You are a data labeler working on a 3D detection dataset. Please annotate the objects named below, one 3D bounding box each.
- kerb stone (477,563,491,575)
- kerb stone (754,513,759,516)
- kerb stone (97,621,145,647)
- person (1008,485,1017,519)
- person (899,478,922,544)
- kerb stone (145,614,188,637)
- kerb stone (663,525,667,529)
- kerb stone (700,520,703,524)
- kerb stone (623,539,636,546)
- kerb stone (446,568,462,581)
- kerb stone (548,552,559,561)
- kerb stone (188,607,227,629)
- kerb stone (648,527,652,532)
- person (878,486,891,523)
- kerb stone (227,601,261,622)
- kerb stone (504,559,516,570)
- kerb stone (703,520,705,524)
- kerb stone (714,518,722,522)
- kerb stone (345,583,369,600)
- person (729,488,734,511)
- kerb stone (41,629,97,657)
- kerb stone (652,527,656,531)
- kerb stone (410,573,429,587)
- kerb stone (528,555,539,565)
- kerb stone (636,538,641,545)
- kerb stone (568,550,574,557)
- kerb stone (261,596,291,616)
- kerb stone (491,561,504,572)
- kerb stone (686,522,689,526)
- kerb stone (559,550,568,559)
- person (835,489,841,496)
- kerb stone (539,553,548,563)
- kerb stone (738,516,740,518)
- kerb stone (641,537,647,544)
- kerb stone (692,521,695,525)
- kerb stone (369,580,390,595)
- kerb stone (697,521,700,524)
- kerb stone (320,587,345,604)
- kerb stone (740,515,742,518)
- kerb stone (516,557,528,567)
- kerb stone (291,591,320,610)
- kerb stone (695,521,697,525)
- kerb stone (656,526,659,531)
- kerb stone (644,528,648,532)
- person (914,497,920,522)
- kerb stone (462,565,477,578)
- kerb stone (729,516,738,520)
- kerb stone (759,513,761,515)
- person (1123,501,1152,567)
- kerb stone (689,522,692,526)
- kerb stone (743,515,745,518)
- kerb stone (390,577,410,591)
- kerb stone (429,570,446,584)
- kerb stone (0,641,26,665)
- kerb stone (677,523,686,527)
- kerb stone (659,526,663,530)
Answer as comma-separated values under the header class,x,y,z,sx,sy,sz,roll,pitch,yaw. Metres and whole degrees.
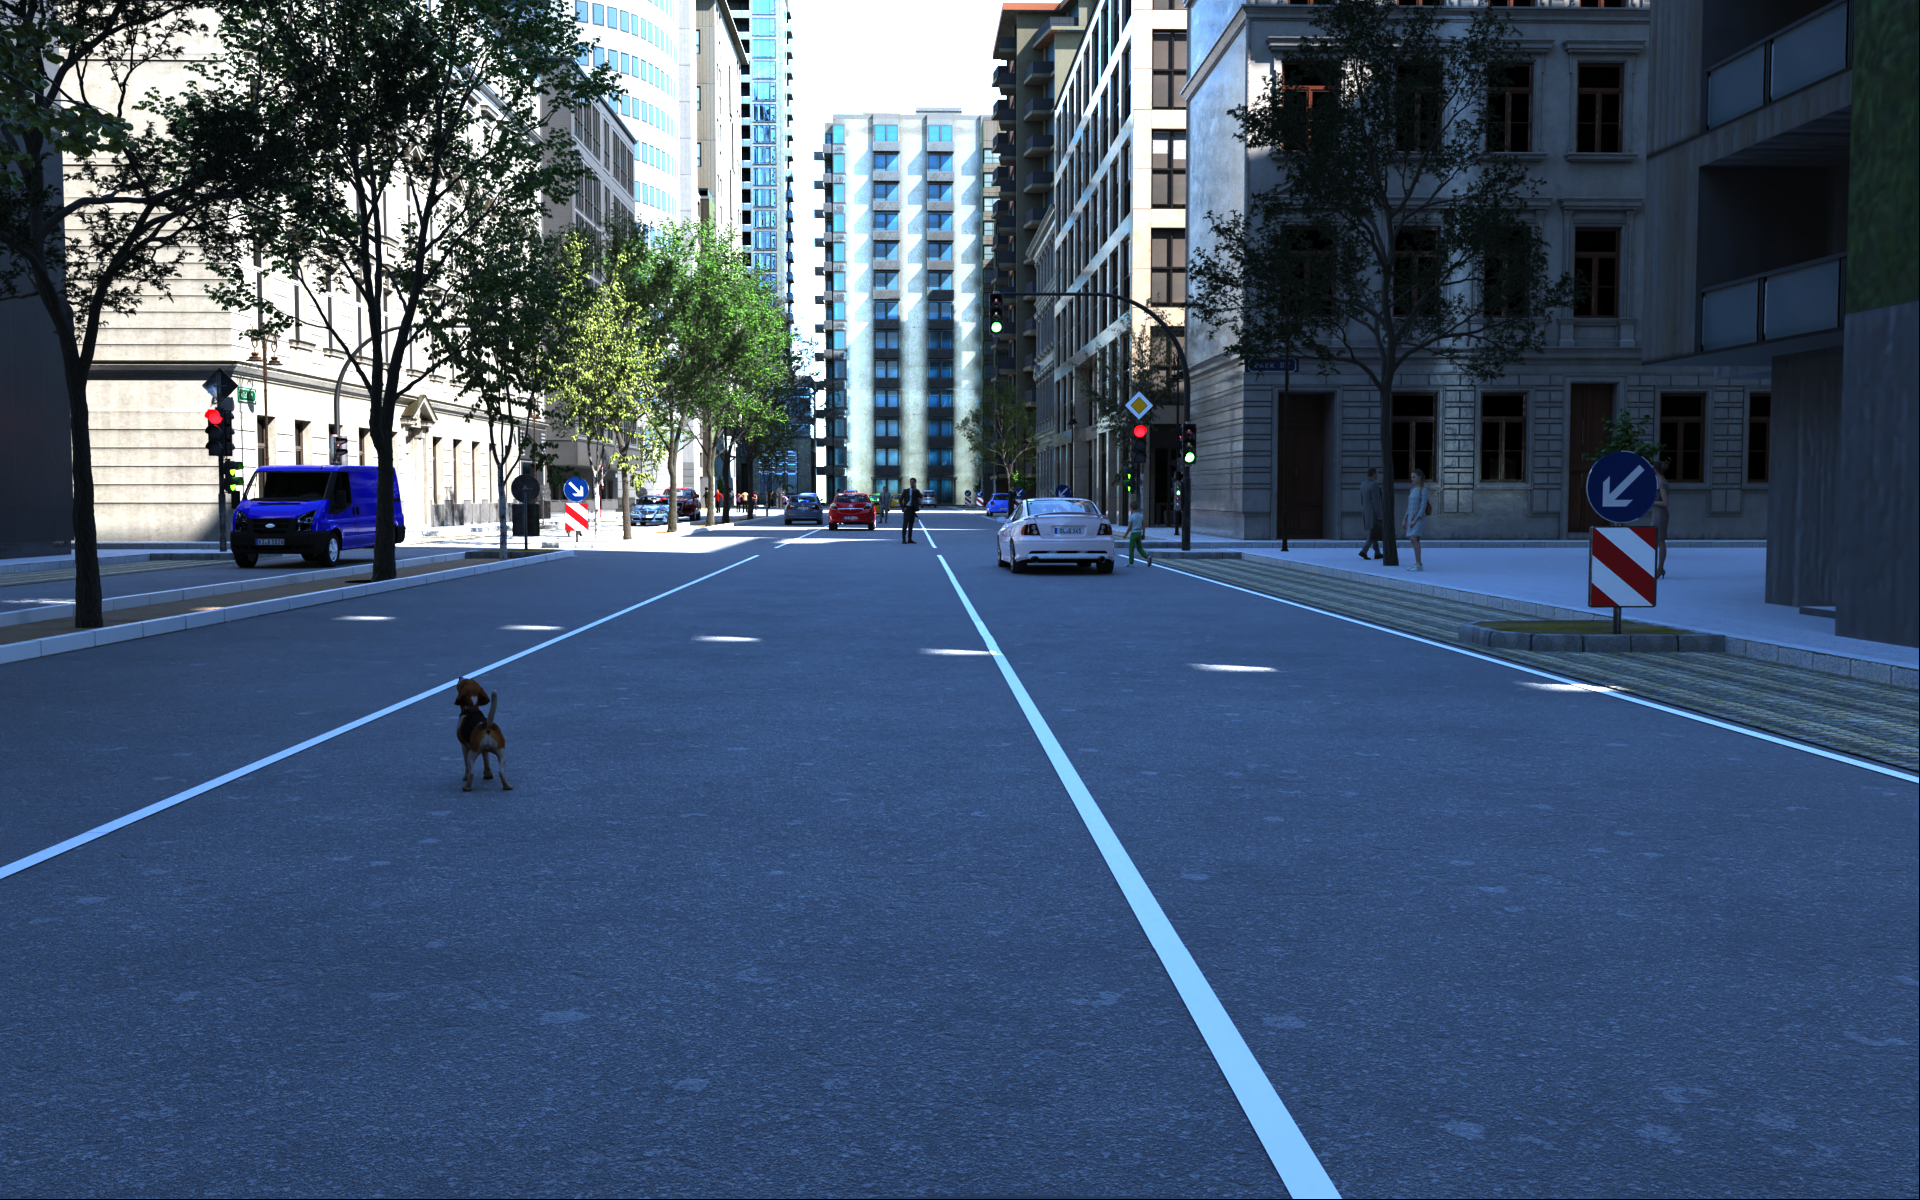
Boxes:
class,x,y,z,sx,sy,sz,roll,pitch,yaw
kerb stone,-8.639,-0.543,31.075,0.120,0.150,1.000,0,4,-2
kerb stone,-13.419,-5.584,113.492,0.120,0.150,1.000,0,4,-2
kerb stone,-8.181,0.335,16.735,0.120,0.150,1.000,0,4,-2
person,2.619,-4.782,86.043,0.474,1.900,0.648,0,4,-1
person,-1.417,-2.586,50.151,0.648,1.900,0.474,-2,4,-31
kerb stone,-8.213,0.274,17.759,0.120,0.150,1.000,0,4,-2
kerb stone,-11.987,-2.889,69.437,0.120,0.150,1.000,0,4,-2
kerb stone,-12.387,-3.635,81.726,0.120,0.150,1.000,0,4,-2
kerb stone,-9.187,-1.576,47.968,0.120,0.150,1.000,0,4,-2
kerb stone,-8.575,-0.418,29.032,0.120,0.150,1.000,0,4,-2
kerb stone,-8.842,-0.919,37.217,0.120,0.150,1.000,0,4,-2
kerb stone,-8.238,0.210,18.780,0.120,0.150,1.000,0,4,-2
kerb stone,-11.858,-2.632,65.324,0.120,0.150,1.000,0,4,-2
person,-3.732,-4.707,85.551,0.635,1.810,0.391,0,4,4
kerb stone,-8.274,0.146,19.812,0.120,0.150,1.000,0,4,-2
kerb stone,-8.712,-0.668,33.125,0.120,0.150,1.000,0,4,-2
kerb stone,-12.423,-3.701,82.755,0.120,0.150,1.000,0,4,-2
kerb stone,-12.689,-4.202,90.960,0.120,0.150,1.000,0,4,-2
kerb stone,-8.413,-0.104,23.900,0.120,0.150,1.000,0,4,-2
person,-13.739,-5.804,103.579,0.466,1.800,0.511,-1,4,-19
kerb stone,-8.145,0.400,15.711,0.120,0.150,1.000,0,4,-2
kerb stone,-11.885,-2.701,66.355,0.120,0.150,1.000,0,4,-2
kerb stone,-8.516,-0.287,26.984,0.120,0.150,1.000,0,4,-2
kerb stone,-8.773,-0.790,35.173,0.120,0.150,1.000,0,4,-2
kerb stone,-9.225,-1.639,48.990,0.120,0.150,1.000,0,4,-2
kerb stone,-8.908,-1.044,39.260,0.120,0.150,1.000,0,4,-2
kerb stone,-8.313,0.084,20.835,0.120,0.150,1.000,0,4,-2
kerb stone,-8.671,-0.603,32.096,0.120,0.150,1.000,0,4,-2
kerb stone,-12.224,-3.328,76.613,0.120,0.150,1.000,0,4,-2
kerb stone,-8.872,-0.981,38.238,0.120,0.150,1.000,0,4,-2
person,-6.699,-5.299,95.893,0.466,1.731,0.760,-1,4,-9
kerb stone,-8.819,-0.854,36.194,0.120,0.150,1.000,0,4,-2
kerb stone,-12.989,-4.771,100.198,0.120,0.150,1.000,0,4,-2
kerb stone,-9.261,-1.695,50.012,0.120,0.150,1.000,0,4,-2
kerb stone,-12.290,-3.448,78.657,0.120,0.150,1.000,0,4,-2
kerb stone,-8.446,-0.167,24.930,0.120,0.150,1.000,0,4,-2
kerb stone,-12.355,-3.578,80.704,0.120,0.150,1.000,0,4,-2
kerb stone,-8.386,-0.042,22.878,0.120,0.150,1.000,0,4,-2
kerb stone,-13.020,-4.833,101.221,0.120,0.150,1.000,0,4,-2
kerb stone,-8.746,-0.731,34.151,0.120,0.150,1.000,0,4,-2
kerb stone,-8.345,0.021,21.857,0.120,0.150,1.000,0,4,-2
kerb stone,-12.317,-3.516,79.681,0.120,0.150,1.000,0,4,-2
kerb stone,-11.925,-2.762,67.388,0.120,0.150,1.000,0,4,-2
kerb stone,-11.828,-2.566,64.292,0.120,0.150,1.000,0,4,-2
person,-2.317,-4.988,89.899,0.795,1.843,0.661,3,5,40
kerb stone,-8.611,-0.481,30.053,0.120,0.150,1.000,0,4,-2
kerb stone,-12.958,-4.706,99.173,0.120,0.150,1.000,0,4,-2
kerb stone,-13.448,-5.646,114.514,0.120,0.150,1.000,0,4,-2
person,3.481,-1.295,33.923,0.590,1.304,0.306,3,4,37
kerb stone,-12.255,-3.391,77.634,0.120,0.150,1.000,0,4,-2
kerb stone,-13.085,-4.955,103.265,0.120,0.150,1.000,0,4,-2
kerb stone,-8.483,-0.230,25.961,0.120,0.150,1.000,0,4,-2
kerb stone,-8.544,-0.353,28.010,0.120,0.150,1.000,0,4,-2
kerb stone,-8.109,0.464,14.690,0.120,0.150,1.000,0,4,-2
kerb stone,-12.194,-3.263,75.589,0.120,0.150,1.000,0,4,-2
kerb stone,-11.962,-2.827,68.409,0.120,0.150,1.000,0,4,-2
